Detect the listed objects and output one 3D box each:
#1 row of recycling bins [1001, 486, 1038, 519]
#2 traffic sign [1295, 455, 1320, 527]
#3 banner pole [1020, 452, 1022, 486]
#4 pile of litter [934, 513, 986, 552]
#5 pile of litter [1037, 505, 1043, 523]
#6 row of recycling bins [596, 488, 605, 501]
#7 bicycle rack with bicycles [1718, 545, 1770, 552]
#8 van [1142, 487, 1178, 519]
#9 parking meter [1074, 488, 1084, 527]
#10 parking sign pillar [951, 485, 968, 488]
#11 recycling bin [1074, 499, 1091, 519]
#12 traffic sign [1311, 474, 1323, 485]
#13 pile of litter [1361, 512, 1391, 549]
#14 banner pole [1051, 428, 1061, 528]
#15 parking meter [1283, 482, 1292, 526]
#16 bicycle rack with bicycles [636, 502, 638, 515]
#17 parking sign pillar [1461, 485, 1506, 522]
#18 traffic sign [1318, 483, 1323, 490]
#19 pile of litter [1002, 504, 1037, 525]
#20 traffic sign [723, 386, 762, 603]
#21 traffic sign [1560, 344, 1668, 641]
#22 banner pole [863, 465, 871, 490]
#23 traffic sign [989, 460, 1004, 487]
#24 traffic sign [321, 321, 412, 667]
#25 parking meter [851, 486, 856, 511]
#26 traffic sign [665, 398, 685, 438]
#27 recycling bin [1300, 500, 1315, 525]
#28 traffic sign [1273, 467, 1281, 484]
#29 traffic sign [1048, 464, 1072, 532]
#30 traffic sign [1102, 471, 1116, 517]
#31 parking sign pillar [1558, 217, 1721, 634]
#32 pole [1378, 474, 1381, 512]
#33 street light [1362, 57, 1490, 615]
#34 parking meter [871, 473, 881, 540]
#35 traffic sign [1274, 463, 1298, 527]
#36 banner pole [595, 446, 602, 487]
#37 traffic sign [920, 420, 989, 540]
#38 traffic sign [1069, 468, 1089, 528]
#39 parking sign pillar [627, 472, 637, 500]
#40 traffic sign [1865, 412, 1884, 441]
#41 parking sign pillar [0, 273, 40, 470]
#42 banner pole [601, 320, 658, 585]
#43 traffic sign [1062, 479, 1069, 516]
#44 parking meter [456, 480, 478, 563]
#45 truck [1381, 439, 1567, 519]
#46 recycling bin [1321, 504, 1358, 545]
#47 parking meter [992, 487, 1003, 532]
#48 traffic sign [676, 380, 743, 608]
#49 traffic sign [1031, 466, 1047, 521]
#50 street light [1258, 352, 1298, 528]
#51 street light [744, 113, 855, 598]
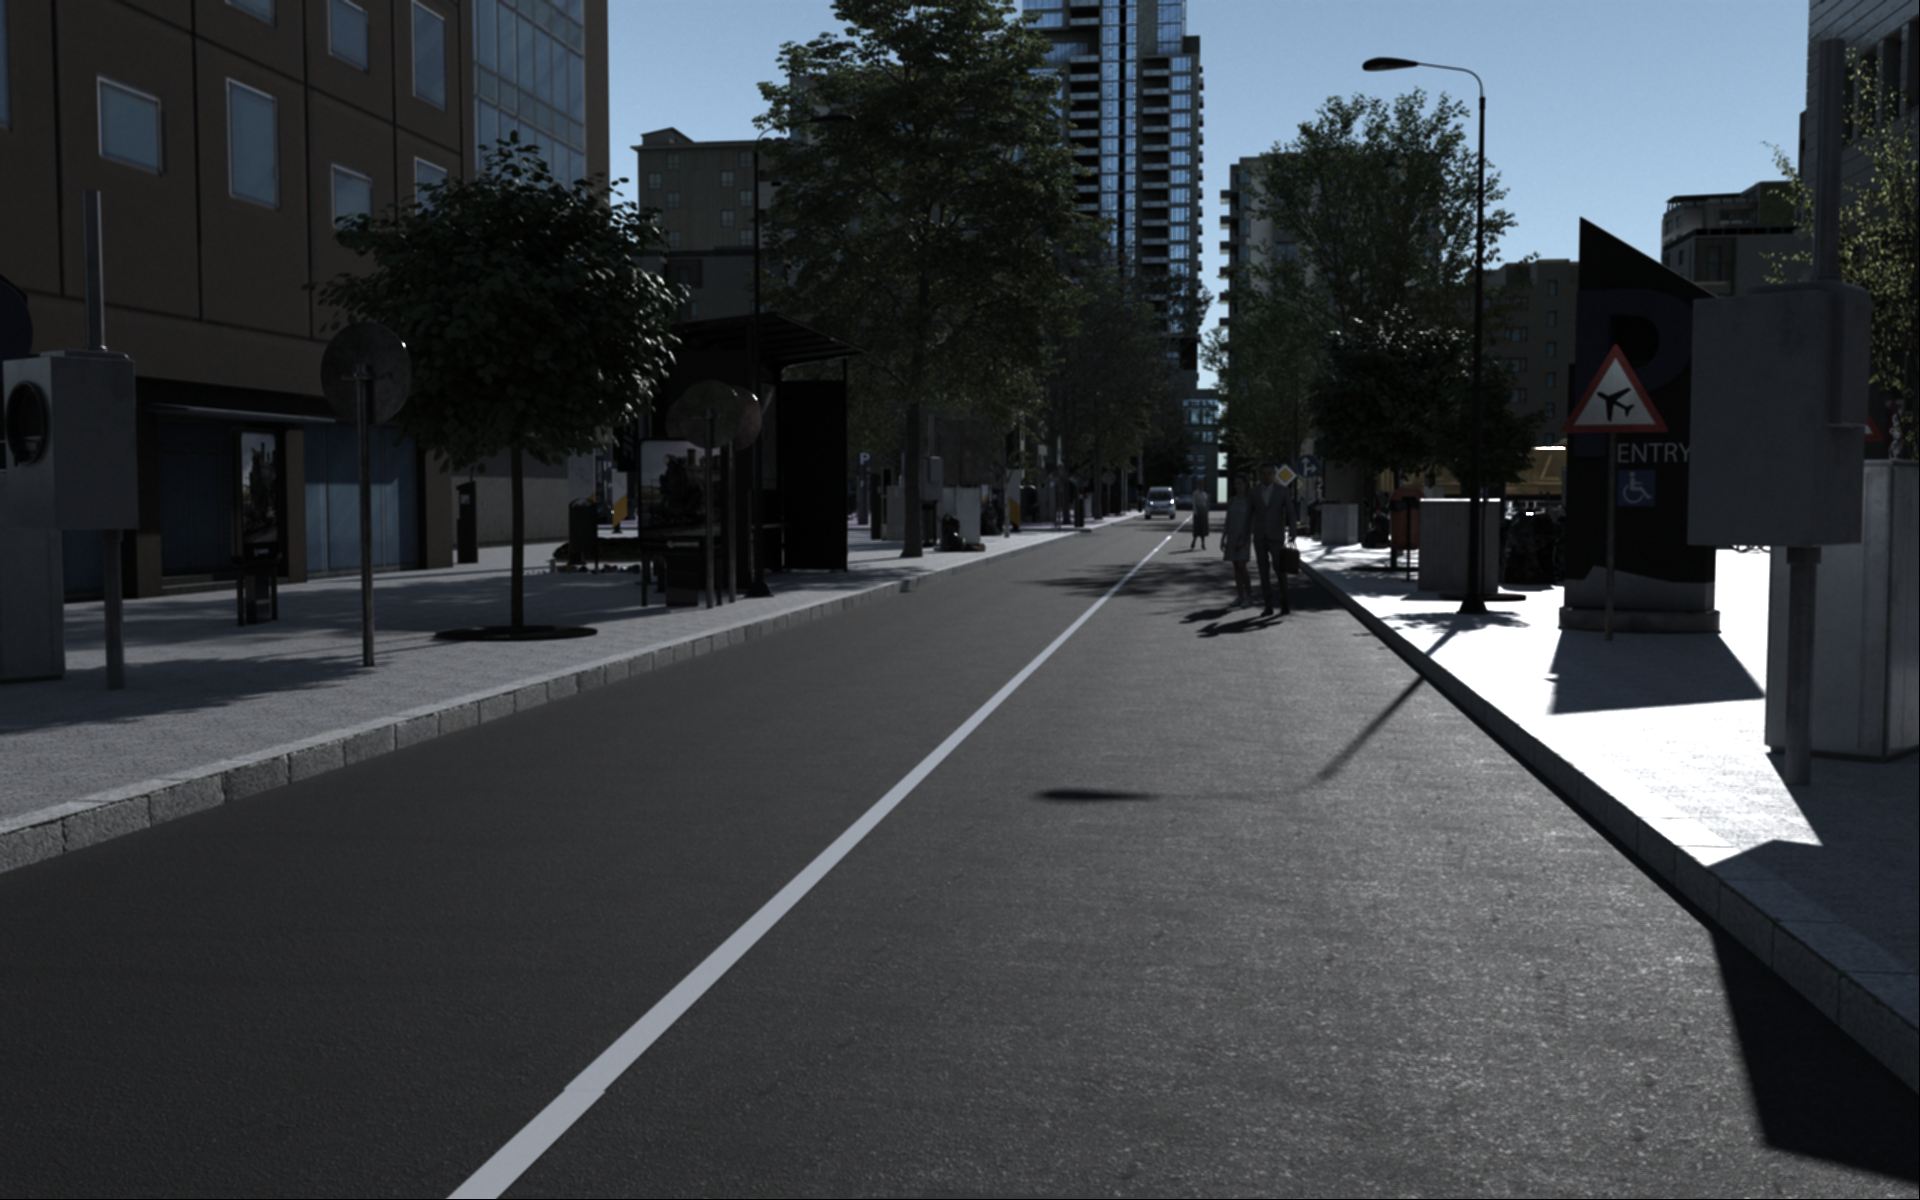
[{"bbox_3d":[3.169,-4.769,85.086,1.069,1.692,3.534,-3,5,-41],"label":"row of recycling bins"},{"bbox_3d":[11.213,-3.415,55.937,0.768,2.556,0.104,1,4,12],"label":"traffic sign"},{"bbox_3d":[3.509,-6.926,103.258,0.401,3.779,0.863,-2,4,-29],"label":"banner pole"},{"bbox_3d":[0.003,-1.540,39.138,1.176,0.858,1.719,0,4,-5],"label":"pile of litter"},{"bbox_3d":[3.130,-3.912,77.923,1.176,0.858,1.719,0,4,3],"label":"pile of litter"},{"bbox_3d":[-23.741,-6.303,110.168,3.534,1.692,1.069,1,4,19],"label":"row of recycling bins"},{"bbox_3d":[18.015,-1.543,38.606,2.852,0.926,2.925,-3,5,-44],"label":"bicycle rack with bicycles"},{"bbox_3d":[11.461,-5.633,99.103,2.013,2.044,4.112,1,4,9],"label":"van"},{"bbox_3d":[4.608,-3.575,66.870,0.372,1.533,0.369,0,3,0],"label":"parking meter"},{"bbox_3d":[0.008,-8.066,120.345,1.447,3.967,1.447,2,4,29],"label":"parking sign pillar"},{"bbox_3d":[6.402,-4.781,90.725,0.722,1.027,0.722,1,4,22],"label":"recycling bin"},{"bbox_3d":[20.793,-6.161,100.832,0.768,2.556,0.104,1,4,9],"label":"traffic sign"},{"bbox_3d":[10.303,-1.678,41.397,1.719,0.858,1.176,-2,4,-24],"label":"pile of litter"},{"bbox_3d":[3.697,-4.609,65.380,0.401,3.779,0.863,-1,4,-13],"label":"banner pole"},{"bbox_3d":[13.011,-3.870,68.993,0.399,1.863,0.255,-3,5,-45],"label":"parking meter"},{"bbox_3d":[-17.597,-5.291,99.893,2.925,0.926,2.852,3,5,45],"label":"bicycle rack with bicycles"},{"bbox_3d":[15.910,-3.924,52.623,1.447,3.967,1.447,1,4,20],"label":"parking sign pillar"},{"bbox_3d":[22.103,-6.460,106.812,0.795,2.450,0.064,1,4,14],"label":"traffic sign"},{"bbox_3d":[2.144,-3.624,73.216,1.719,0.858,1.176,-1,4,-21],"label":"pile of litter"},{"bbox_3d":[-2.699,-1.243,20.432,0.768,2.556,0.104,1,4,16],"label":"traffic sign"},{"bbox_3d":[5.685,-0.923,15.101,0.884,2.594,0.081,1,4,13],"label":"traffic sign"},{"bbox_3d":[-7.149,-8.693,132.151,0.863,3.779,0.401,-1,4,-18],"label":"banner pole"},{"bbox_3d":[1.191,-3.511,58.598,0.795,2.450,0.064,1,4,15],"label":"traffic sign"},{"bbox_3d":[-4.403,-0.777,12.818,0.768,2.556,0.104,1,4,16],"label":"traffic sign"},{"bbox_3d":[-7.918,-7.512,128.538,0.255,1.863,0.399,-3,4,-38],"label":"parking meter"},{"bbox_3d":[-3.381,-1.340,22.022,0.768,2.556,0.104,1,4,9],"label":"traffic sign"},{"bbox_3d":[14.765,-3.690,72.883,0.722,1.027,0.722,0,4,-5],"label":"recycling bin"},{"bbox_3d":[11.812,-3.733,64.675,0.795,2.450,0.064,1,4,8],"label":"traffic sign"},{"bbox_3d":[3.336,-3.317,57.867,0.795,2.450,0.064,1,4,8],"label":"traffic sign"},{"bbox_3d":[8.259,-5.876,96.171,0.768,2.556,0.104,1,4,13],"label":"traffic sign"},{"bbox_3d":[6.502,-1.714,16.494,1.447,3.967,1.447,2,4,35],"label":"parking sign pillar"},{"bbox_3d":[25.888,-6.912,106.856,0.158,3.312,0.155,0,3,0],"label":"pole"},{"bbox_3d":[4.983,-2.813,18.532,1.470,5.913,1.316,1,4,8],"label":"street light"},{"bbox_3d":[-2.296,-2.641,48.894,0.399,1.863,0.255,-2,4,-32],"label":"parking meter"},{"bbox_3d":[10.649,-3.250,56.775,0.795,2.450,0.064,1,4,8],"label":"traffic sign"},{"bbox_3d":[-16.175,-5.407,78.429,0.863,3.779,0.401,1,4,18],"label":"banner pole"},{"bbox_3d":[-0.326,-3.290,47.670,2.265,3.308,0.079,1,4,14],"label":"traffic sign"},{"bbox_3d":[4.499,-3.800,65.768,0.795,2.450,0.064,1,4,8],"label":"traffic sign"},{"bbox_3d":[-25.401,-8.970,135.123,1.447,3.967,1.447,0,4,8],"label":"parking sign pillar"},{"bbox_3d":[8.844,-1.072,17.536,0.884,2.594,0.081,1,4,16],"label":"traffic sign"},{"bbox_3d":[-8.754,-1.636,15.229,1.447,3.967,1.447,2,4,31],"label":"parking sign pillar"},{"bbox_3d":[-4.566,-2.103,24.401,0.401,3.779,0.863,2,4,30],"label":"banner pole"},{"bbox_3d":[6.129,-6.307,103.223,0.768,2.556,0.104,1,4,12],"label":"traffic sign"},{"bbox_3d":[-9.162,-1.455,32.200,0.372,1.533,0.369,0,3,0],"label":"parking meter"},{"bbox_3d":[19.631,-3.896,59.631,9.791,3.379,3.469,1,4,8],"label":"truck"},{"bbox_3d":[9.659,-1.927,44.056,0.722,1.027,0.722,2,4,34],"label":"recycling bin"},{"bbox_3d":[1.249,-3.046,58.207,0.372,1.533,0.369,0,3,0],"label":"parking meter"},{"bbox_3d":[-2.810,-1.179,19.380,0.768,2.556,0.104,1,4,9],"label":"traffic sign"},{"bbox_3d":[3.607,-4.842,79.279,0.768,2.556,0.104,1,4,15],"label":"traffic sign"},{"bbox_3d":[10.462,-5.151,56.753,1.470,5.913,1.316,1,4,8],"label":"street light"},{"bbox_3d":[-1.973,-2.986,21.361,1.470,5.913,1.316,1,4,8],"label":"street light"}]
